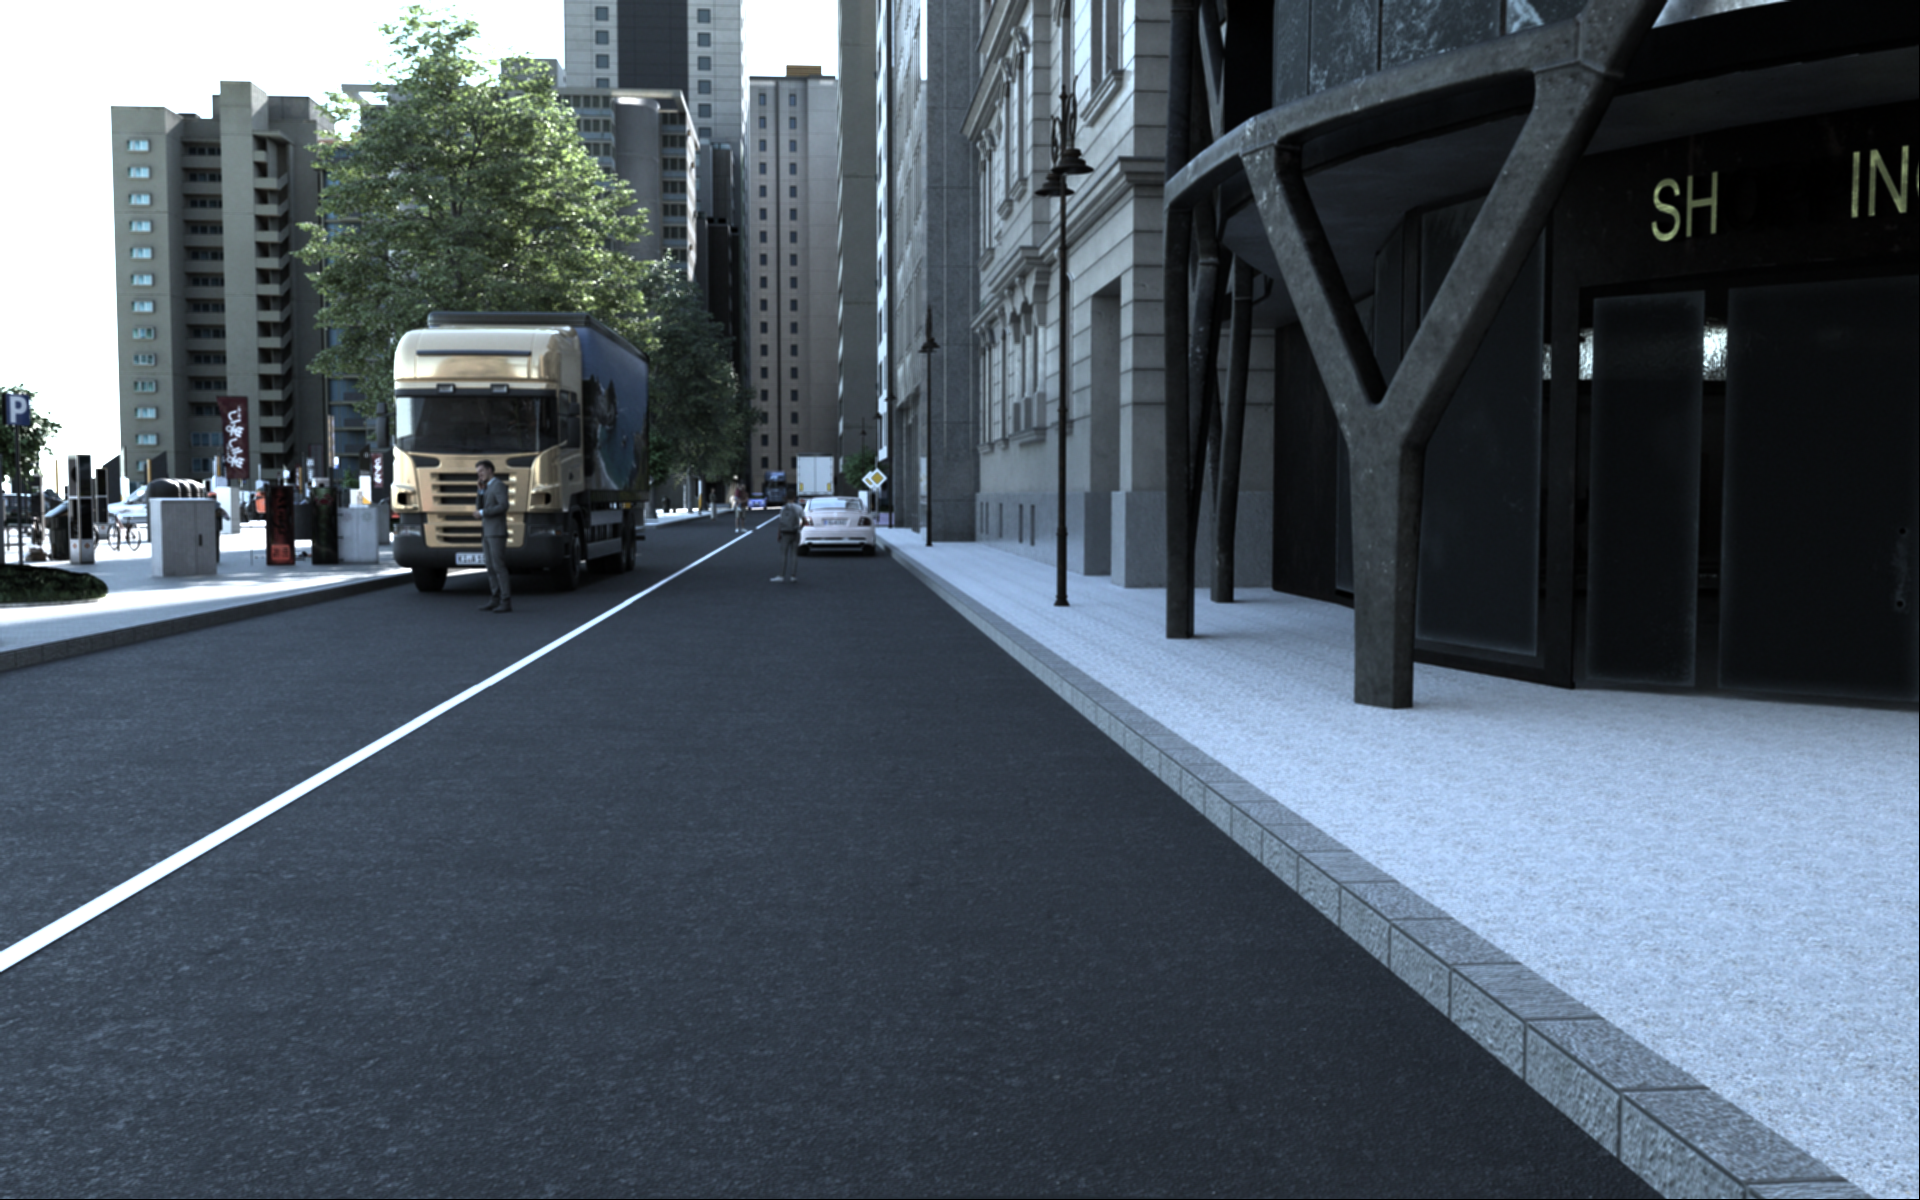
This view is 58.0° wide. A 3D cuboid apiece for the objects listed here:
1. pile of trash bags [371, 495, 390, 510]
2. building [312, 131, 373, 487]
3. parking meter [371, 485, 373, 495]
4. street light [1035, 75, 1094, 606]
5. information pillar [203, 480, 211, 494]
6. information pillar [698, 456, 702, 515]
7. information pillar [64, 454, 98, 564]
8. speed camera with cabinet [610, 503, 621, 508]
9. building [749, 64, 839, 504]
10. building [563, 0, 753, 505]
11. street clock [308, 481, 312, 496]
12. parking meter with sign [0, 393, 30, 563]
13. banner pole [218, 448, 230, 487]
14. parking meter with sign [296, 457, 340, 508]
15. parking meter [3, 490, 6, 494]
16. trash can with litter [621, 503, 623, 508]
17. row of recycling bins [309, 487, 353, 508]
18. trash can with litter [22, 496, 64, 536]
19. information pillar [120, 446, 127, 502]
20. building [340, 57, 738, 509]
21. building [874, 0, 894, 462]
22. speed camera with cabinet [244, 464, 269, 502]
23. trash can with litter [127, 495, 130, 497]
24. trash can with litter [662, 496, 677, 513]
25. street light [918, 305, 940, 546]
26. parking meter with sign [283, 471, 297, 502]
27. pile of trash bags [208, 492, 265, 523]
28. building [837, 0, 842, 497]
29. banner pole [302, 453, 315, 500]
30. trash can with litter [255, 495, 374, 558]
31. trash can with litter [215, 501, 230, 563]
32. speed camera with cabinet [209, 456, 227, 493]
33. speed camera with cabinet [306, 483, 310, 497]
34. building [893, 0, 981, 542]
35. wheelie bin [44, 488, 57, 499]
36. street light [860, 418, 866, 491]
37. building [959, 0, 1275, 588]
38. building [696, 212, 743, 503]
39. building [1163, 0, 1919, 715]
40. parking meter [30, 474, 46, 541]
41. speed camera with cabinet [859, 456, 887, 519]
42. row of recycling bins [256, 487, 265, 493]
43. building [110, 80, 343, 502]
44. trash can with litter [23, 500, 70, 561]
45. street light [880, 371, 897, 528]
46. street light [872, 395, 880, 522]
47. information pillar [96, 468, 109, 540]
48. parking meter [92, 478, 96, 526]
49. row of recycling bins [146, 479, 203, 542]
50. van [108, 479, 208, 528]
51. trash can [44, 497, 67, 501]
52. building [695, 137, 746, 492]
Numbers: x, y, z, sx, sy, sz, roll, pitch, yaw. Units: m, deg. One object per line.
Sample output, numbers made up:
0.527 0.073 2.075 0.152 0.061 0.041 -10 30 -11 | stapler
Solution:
-30.384 -4.946 90.623 3.447 1.369 1.912 3 4 36 | pile of trash bags
-60.881 -33.899 208.868 28.867 44.769 22.147 0 4 -5 | building
-43.667 -7.524 128.735 0.399 1.863 0.255 3 5 45 | parking meter
1.169 -2.871 19.722 0.468 5.910 1.993 0 4 -5 | street light
-39.685 -5.309 91.292 0.304 2.012 0.304 -3 5 -44 | information pillar
-15.895 -7.004 105.877 0.183 3.616 0.504 -1 4 -19 | information pillar
-16.107 -1.666 31.729 0.304 2.012 0.304 2 4 27 | information pillar
-25.824 -8.307 130.155 0.660 3.252 2.038 2 4 29 | speed camera with cabinet
-30.988 -42.708 240.273 28.212 58.520 21.231 0 4 -5 | building
-36.356 -47.308 211.736 20.611 71.187 20.563 0 4 -5 | building
-36.688 -5.722 98.120 0.471 2.002 0.358 -1 4 -17 | street clock
-17.234 -2.089 30.420 1.738 3.016 0.543 1 4 14 | parking meter with sign
-40.036 -6.371 94.182 0.401 3.779 0.863 2 4 32 | banner pole
-29.842 -5.171 80.802 1.738 3.016 0.543 -3 5 -45 | parking meter with sign
-62.846 -6.442 113.742 0.372 1.533 0.369 0 3 0 | parking meter
-23.342 -6.566 118.409 1.678 1.210 2.233 2 4 25 | trash can with litter
-36.853 -5.792 101.814 3.534 1.692 1.069 2 4 29 | row of recycling bins
-28.272 -2.594 53.470 1.678 1.210 2.233 1 4 20 | trash can with litter
-40.839 -5.703 84.597 0.504 3.616 0.183 3 5 40 | information pillar
-36.967 -28.550 158.667 32.217 40.220 23.993 0 4 -5 | building
3.308 -18.843 79.790 14.107 30.474 14.160 0 4 -5 | building
-46.669 -7.367 114.791 0.660 3.252 2.038 1 4 16 | speed camera with cabinet
-63.544 -7.419 132.359 2.233 1.210 1.678 3 5 39 | trash can with litter
-19.484 -6.423 116.397 1.055 1.170 0.624 -1 4 -10 | trash can with litter
-0.760 -4.261 42.462 0.468 5.910 1.993 0 4 -5 | street light
-49.794 -8.147 129.466 0.543 3.016 1.738 1 4 13 | parking meter with sign
-34.595 -4.522 83.680 3.447 1.369 1.912 -3 4 -36 | pile of trash bags
1.311 -31.250 134.643 21.300 48.544 21.600 0 4 -5 | building
-39.398 -7.012 104.666 0.863 3.779 0.401 0 4 -6 | banner pole
-13.052 -1.482 35.292 2.233 1.210 1.678 0 4 -5 | trash can with litter
-13.996 -1.252 31.862 0.624 1.170 1.055 1 4 14 | trash can with litter
-38.071 -5.823 89.545 0.660 3.252 2.038 -3 4 -36 | speed camera with cabinet
-50.249 -8.583 134.661 0.660 3.252 2.038 0 4 -1 | speed camera with cabinet
4.277 -14.556 56.005 12.078 24.808 19.932 0 4 -5 | building
-48.827 -5.194 92.828 0.693 1.594 0.980 0 4 4 | wheelie bin
-5.762 -7.973 103.141 0.468 5.910 1.993 0 4 -5 | street light
7.521 -15.102 34.306 14.401 28.519 23.554 0 4 -5 | building
-29.862 -24.897 178.769 14.160 30.474 14.107 0 4 -5 | building
9.991 -9.000 14.595 16.820 18.784 16.811 0 4 -5 | building
-25.215 -2.547 47.354 0.255 1.863 0.399 -1 4 -12 | parking meter
-4.525 -5.864 90.212 0.660 3.252 2.038 2 4 28 | speed camera with cabinet
-38.225 -5.410 95.561 1.069 1.692 3.534 -2 4 -26 | row of recycling bins
-86.084 -35.697 207.340 21.600 48.544 21.300 0 4 -5 | building
-17.520 -1.347 33.408 0.624 1.170 1.055 3 4 38 | trash can with litter
-2.618 -5.645 65.076 0.468 5.910 1.993 0 4 -5 | street light
-3.838 -6.594 80.592 0.468 5.910 1.993 0 4 -5 | street light
-24.147 -2.706 48.731 0.304 2.012 0.304 -2 4 -32 | information pillar
-30.910 -3.451 62.128 0.255 1.863 0.399 -1 4 -9 | parking meter
-21.697 -2.502 48.020 1.069 1.692 3.534 -1 4 -12 | row of recycling bins
-31.615 -3.716 67.764 4.112 2.044 2.013 0 4 -6 | van
-39.455 -3.898 75.386 0.748 1.137 0.748 0 3 0 | trash can
-31.341 -31.132 192.599 14.154 41.232 14.086 0 4 -5 | building
